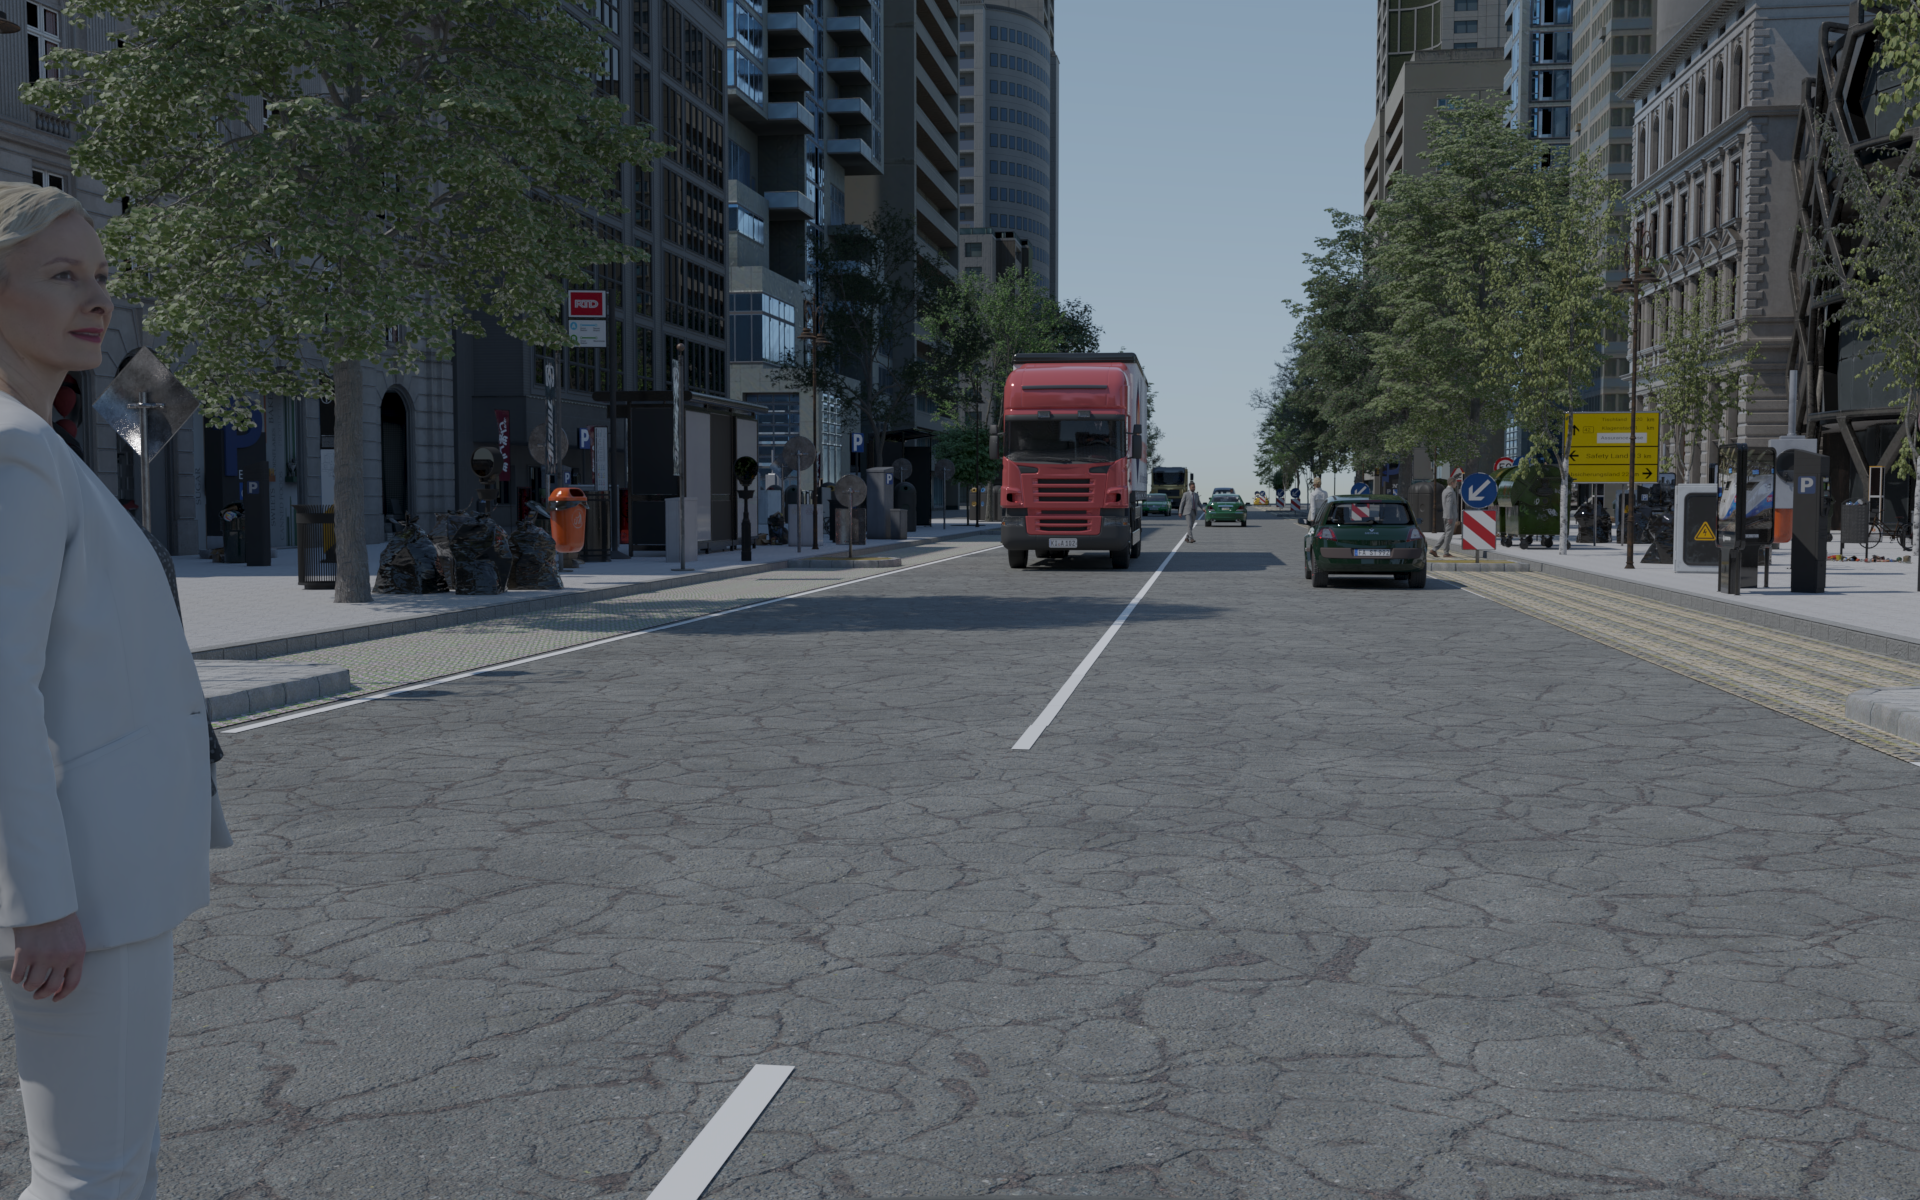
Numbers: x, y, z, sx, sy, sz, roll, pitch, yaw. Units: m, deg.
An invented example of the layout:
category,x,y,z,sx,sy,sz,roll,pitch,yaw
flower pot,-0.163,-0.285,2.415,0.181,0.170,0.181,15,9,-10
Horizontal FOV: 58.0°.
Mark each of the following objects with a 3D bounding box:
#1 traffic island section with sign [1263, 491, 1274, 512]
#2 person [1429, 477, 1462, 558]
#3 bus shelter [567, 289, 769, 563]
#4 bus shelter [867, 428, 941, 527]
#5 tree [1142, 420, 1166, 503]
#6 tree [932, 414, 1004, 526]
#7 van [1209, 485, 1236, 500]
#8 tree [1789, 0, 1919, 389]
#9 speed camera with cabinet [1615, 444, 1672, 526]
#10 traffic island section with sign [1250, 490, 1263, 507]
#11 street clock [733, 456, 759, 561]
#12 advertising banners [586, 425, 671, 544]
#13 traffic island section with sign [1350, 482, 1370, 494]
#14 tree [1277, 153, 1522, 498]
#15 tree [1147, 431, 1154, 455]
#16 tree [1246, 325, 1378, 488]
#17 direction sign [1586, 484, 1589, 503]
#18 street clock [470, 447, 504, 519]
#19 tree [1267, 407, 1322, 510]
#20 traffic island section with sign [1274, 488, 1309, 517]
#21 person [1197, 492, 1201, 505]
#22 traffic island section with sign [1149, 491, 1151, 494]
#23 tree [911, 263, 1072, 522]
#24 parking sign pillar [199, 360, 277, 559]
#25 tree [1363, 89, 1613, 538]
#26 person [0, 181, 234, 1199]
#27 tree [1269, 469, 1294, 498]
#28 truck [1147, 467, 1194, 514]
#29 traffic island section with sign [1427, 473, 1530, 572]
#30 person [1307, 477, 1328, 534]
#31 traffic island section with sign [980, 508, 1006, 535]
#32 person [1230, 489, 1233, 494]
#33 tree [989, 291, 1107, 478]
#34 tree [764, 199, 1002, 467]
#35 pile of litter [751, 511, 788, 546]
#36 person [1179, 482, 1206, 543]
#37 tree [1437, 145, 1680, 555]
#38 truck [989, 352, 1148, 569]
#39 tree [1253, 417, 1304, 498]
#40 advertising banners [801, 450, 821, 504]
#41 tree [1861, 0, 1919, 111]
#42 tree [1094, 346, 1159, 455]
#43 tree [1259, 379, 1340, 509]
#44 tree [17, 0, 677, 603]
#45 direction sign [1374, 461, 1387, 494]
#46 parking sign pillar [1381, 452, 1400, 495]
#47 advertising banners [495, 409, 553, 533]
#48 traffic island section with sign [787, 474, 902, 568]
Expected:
category,x,y,z,sx,sy,sz,roll,pitch,yaw
traffic island section with sign,24.960,-7.773,135.715,1.989,1.847,2.006,1,4,8
person,10.985,-1.849,38.845,0.853,1.813,0.709,0,4,-2
bus shelter,-6.219,-3.603,36.538,2.179,5.291,8.768,1,4,8
bus shelter,-2.052,-4.495,64.770,1.731,3.624,6.357,1,4,9
tree,14.495,-13.791,159.901,8.767,10.594,7.601,0,4,-6
tree,0.394,-5.280,70.040,4.285,4.588,4.351,0,3,0
van,16.658,-6.245,109.111,2.013,2.044,4.112,1,4,10
tree,14.318,-4.549,24.734,4.360,8.622,3.978,0,3,0
speed camera with cabinet,27.055,-4.534,68.474,2.038,3.252,0.660,3,4,37
traffic island section with sign,33.076,-11.099,190.102,1.989,1.847,2.006,1,4,8
street clock,-4.095,-1.747,33.134,0.471,2.002,0.358,-1,4,-12
advertising banners,-8.477,-2.935,44.181,2.074,3.025,0.090,-2,4,-24
traffic island section with sign,13.555,-3.106,59.404,1.989,1.847,2.006,1,4,8
tree,17.185,-9.797,66.836,9.857,13.997,8.962,0,3,0
tree,16.146,-15.352,176.762,9.928,11.665,9.643,0,3,0
tree,25.187,-12.912,121.485,12.009,13.543,11.850,0,3,0
direction sign,24.053,-4.548,66.360,0.379,3.537,0.876,1,4,12
street clock,-7.264,-1.351,26.653,0.471,2.002,0.358,2,4,26
tree,27.805,-11.546,139.139,4.360,8.622,3.978,0,3,0
traffic island section with sign,20.970,-6.140,109.012,1.989,1.847,2.006,1,4,8
person,31.336,-13.366,227.569,0.750,1.759,0.617,0,4,-8
traffic island section with sign,21.424,-11.243,192.456,1.989,1.847,2.006,1,4,8
tree,1.332,-9.380,79.110,9.928,11.665,9.643,0,3,0
parking sign pillar,-14.460,-2.821,34.600,1.447,3.967,1.447,1,4,17
tree,14.978,-8.023,49.298,7.486,12.596,7.792,0,3,0
person,-1.266,0.372,2.293,0.514,1.842,0.818,2,4,35
tree,41.266,-14.605,222.510,4.285,4.588,4.351,0,3,0
truck,15.161,-7.909,125.231,3.469,3.379,9.791,0,4,8
traffic island section with sign,9.571,-1.473,32.704,1.989,1.847,2.006,1,4,8
person,7.832,-1.775,37.749,0.478,1.798,0.641,0,4,-7
traffic island section with sign,1.807,-3.213,61.162,1.989,1.847,2.006,1,4,8
person,16.073,-5.736,102.830,0.434,1.755,0.990,-1,4,-14
tree,5.415,-11.062,97.877,9.611,12.733,9.660,0,3,0
tree,-2.307,-7.323,54.145,8.767,10.594,7.601,2,4,30
pile of litter,-4.894,-1.821,43.732,1.176,0.858,1.719,2,4,24
person,6.767,-2.564,50.703,0.678,1.792,0.850,-1,4,-23
tree,12.540,-5.266,36.462,4.737,8.622,4.395,0,3,0
truck,2.572,-2.922,36.685,2.839,4.237,11.283,0,4,8
tree,43.307,-19.211,232.222,7.486,12.596,7.792,0,3,0
advertising banners,-6.046,-4.535,70.332,0.090,3.025,2.074,-2,4,-26
tree,9.449,-3.939,14.766,4.737,8.622,4.395,0,3,0
tree,12.357,-14.822,149.002,9.857,13.997,8.962,0,3,0
tree,30.295,-13.601,148.129,9.928,11.665,9.643,0,3,0
tree,-6.842,-6.228,19.963,7.486,12.596,7.792,0,3,0
direction sign,18.535,-5.159,76.348,0.876,3.537,0.379,-3,5,-40
parking sign pillar,20.824,-5.785,83.059,1.447,3.967,1.447,1,4,9
advertising banners,-9.186,-2.469,36.548,0.090,3.025,2.074,1,4,20
traffic island section with sign,-2.213,-1.563,34.177,1.989,1.847,2.006,1,4,8
